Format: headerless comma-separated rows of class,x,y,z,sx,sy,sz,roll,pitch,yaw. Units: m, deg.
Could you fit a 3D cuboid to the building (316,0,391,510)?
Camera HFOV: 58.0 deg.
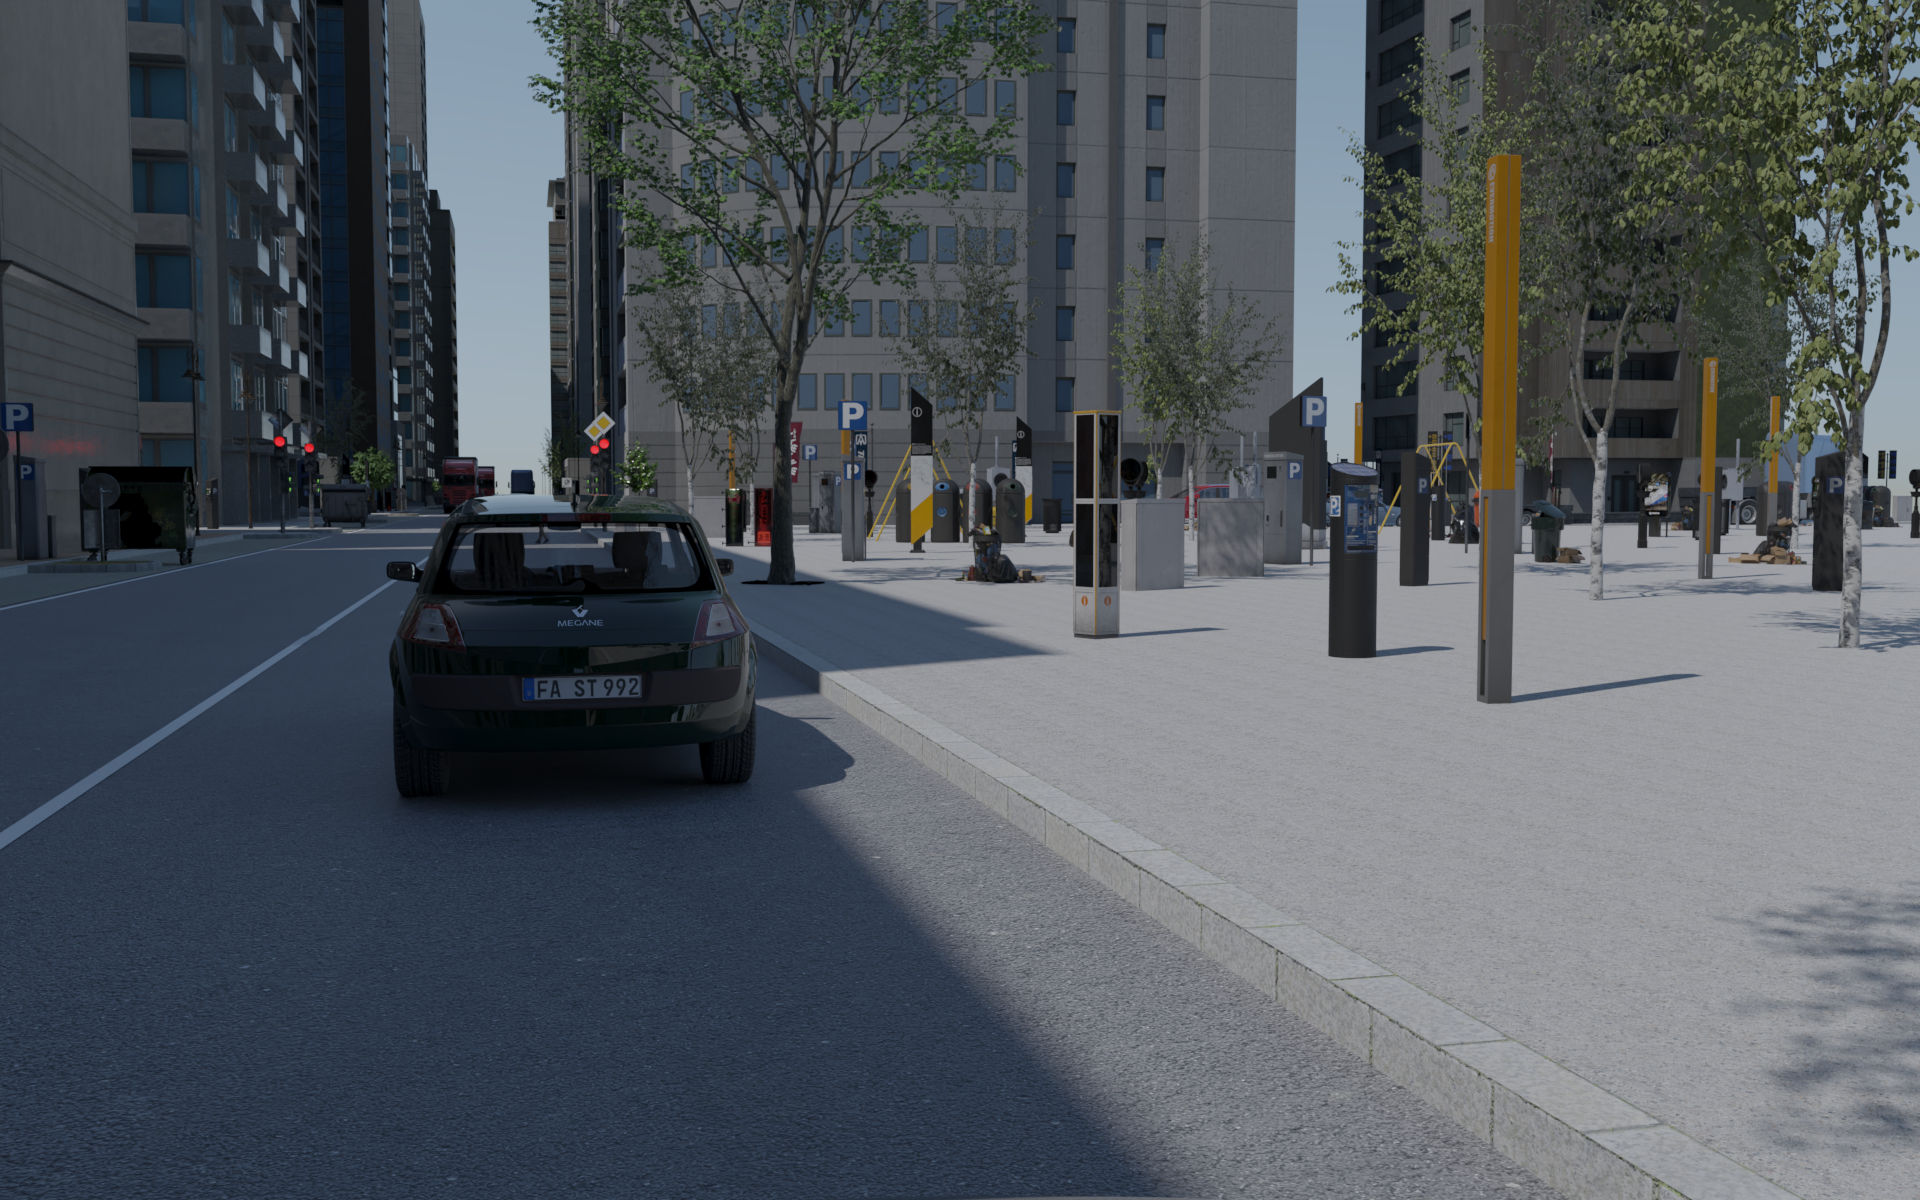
building,-54.370,-30.010,140.777,14.600,45.320,14.200,-1,4,-14

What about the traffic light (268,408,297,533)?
traffic light,-22.065,-4.126,56.374,0.839,4.253,0.868,-1,4,-14

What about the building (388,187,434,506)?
building,-74.541,-30.317,187.565,32.217,40.220,23.993,-1,4,-14

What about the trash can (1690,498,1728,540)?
trash can,20.615,-2.221,47.962,0.748,1.137,0.748,0,3,0

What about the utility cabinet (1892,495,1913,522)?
utility cabinet,44.126,-4.277,81.088,1.020,1.237,0.306,-2,4,-24

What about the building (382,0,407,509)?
building,-63.519,-51.862,160.617,22.319,86.520,31.000,-1,4,-14

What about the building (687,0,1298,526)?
building,-1.710,-32.924,80.308,28.212,58.520,21.231,-1,4,-14

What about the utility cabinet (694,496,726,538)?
utility cabinet,-7.377,-2.416,50.661,1.020,1.237,0.306,-1,4,-16

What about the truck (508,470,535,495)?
truck,-46.621,-11.938,184.941,2.967,4.110,18.799,-1,4,-15

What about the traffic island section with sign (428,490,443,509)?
traffic island section with sign,-48.478,-9.337,161.291,1.989,1.847,2.006,-1,4,-14

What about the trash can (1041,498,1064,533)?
trash can,3.018,-2.751,56.630,0.748,1.137,0.748,0,3,0

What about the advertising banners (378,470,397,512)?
advertising banners,-42.103,-8.036,127.572,0.090,3.025,2.074,1,4,22

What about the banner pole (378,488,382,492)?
banner pole,-43.385,-8.532,129.514,0.863,3.779,0.401,2,4,33

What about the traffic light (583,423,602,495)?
traffic light,-14.064,-4.753,66.628,0.839,4.253,0.868,-1,4,-14

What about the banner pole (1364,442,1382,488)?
banner pole,19.937,-5.686,82.989,0.863,3.779,0.401,-3,4,-36

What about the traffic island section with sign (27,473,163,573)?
traffic island section with sign,-16.019,-1.442,32.201,1.989,1.847,2.006,-1,4,-14

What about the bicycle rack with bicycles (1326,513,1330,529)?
bicycle rack with bicycles,12.081,-2.973,61.992,2.925,0.926,2.852,-2,4,-24

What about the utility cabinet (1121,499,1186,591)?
utility cabinet,2.591,-0.741,23.273,1.020,1.237,0.306,-3,5,-44

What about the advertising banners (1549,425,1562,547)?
advertising banners,13.977,-2.722,40.690,0.090,3.025,2.074,1,4,13

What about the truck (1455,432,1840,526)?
truck,29.866,-5.093,73.027,18.799,4.110,2.967,-1,4,-15

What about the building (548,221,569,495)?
building,-54.883,-35.396,262.313,14.154,41.232,14.086,-1,4,-14

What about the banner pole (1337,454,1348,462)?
banner pole,23.680,-7.191,107.588,0.863,3.779,0.401,0,4,-1

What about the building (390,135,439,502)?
building,-82.060,-37.309,229.607,23.786,49.044,30.456,-1,4,-14

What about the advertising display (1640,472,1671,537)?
advertising display,20.734,-2.840,51.643,0.123,1.923,0.974,-2,4,-30

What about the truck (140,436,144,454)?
truck,-32.502,-4.187,57.377,11.283,4.237,2.839,-1,4,-12

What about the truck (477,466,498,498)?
truck,-48.307,-11.387,175.083,2.839,4.237,11.283,-1,4,-16

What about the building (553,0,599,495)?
building,-47.388,-49.368,245.423,20.563,71.187,20.611,-1,4,-14

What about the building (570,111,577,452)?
building,-34.447,-32.813,186.598,14.600,45.320,14.200,-1,4,-14

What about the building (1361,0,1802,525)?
building,28.357,-18.927,81.155,14.107,30.474,14.160,-1,4,-14

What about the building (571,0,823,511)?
building,-26.374,-38.180,166.245,21.231,58.520,28.212,-1,4,-14

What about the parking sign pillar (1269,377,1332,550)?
parking sign pillar,7.898,-3.183,40.517,1.447,3.967,1.447,2,4,35

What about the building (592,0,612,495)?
building,-13.692,-20.001,98.715,14.160,30.474,14.107,-1,4,-14

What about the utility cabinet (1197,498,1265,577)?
utility cabinet,4.216,-0.969,27.000,1.020,1.237,0.306,0,4,4

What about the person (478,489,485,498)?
person,-34.077,-7.015,123.363,0.590,1.801,0.661,-1,4,-18

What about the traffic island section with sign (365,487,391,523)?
traffic island section with sign,-29.589,-4.743,86.176,1.989,1.847,2.006,-1,4,-14

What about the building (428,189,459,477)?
building,-91.378,-39.853,275.295,21.300,48.544,21.600,-1,4,-14

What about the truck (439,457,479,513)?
truck,-38.067,-8.754,132.040,2.839,4.237,11.283,-1,4,-15

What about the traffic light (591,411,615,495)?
traffic light,-12.116,-4.279,58.883,0.839,4.253,0.868,-1,4,-14

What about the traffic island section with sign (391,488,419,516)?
traffic island section with sign,-36.239,-6.359,112.599,1.989,1.847,2.006,-1,4,-14

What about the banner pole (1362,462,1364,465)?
banner pole,22.737,-6.561,97.297,0.401,3.779,0.863,3,5,41

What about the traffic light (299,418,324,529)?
traffic light,-24.012,-4.599,64.119,0.839,4.253,0.868,-1,4,-14

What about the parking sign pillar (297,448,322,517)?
parking sign pillar,-37.018,-6.722,98.379,1.447,3.967,1.447,1,4,21

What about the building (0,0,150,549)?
building,-37.765,-12.852,43.407,30.059,22.955,16.112,-1,4,-14

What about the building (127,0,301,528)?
building,-41.338,-27.841,74.801,23.786,49.044,30.456,-1,4,-14

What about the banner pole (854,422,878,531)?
banner pole,-3.295,-4.313,60.538,0.863,3.779,0.401,0,4,2

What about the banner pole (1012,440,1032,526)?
banner pole,2.514,-4.930,70.627,0.863,3.779,0.401,1,4,10

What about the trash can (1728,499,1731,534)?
trash can,23.399,-2.555,53.427,0.748,1.137,0.748,0,3,0

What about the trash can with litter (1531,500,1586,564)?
trash can with litter,11.182,-1.279,32.292,0.624,1.170,1.055,-2,4,-33

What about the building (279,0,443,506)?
building,-86.428,-49.900,254.113,20.563,71.187,20.611,-1,4,-14

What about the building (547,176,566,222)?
building,-52.558,-42.506,284.206,28.713,52.752,27.495,-1,4,-14

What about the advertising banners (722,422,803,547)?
advertising banners,-4.797,-2.805,42.051,2.074,3.025,0.090,1,4,13
